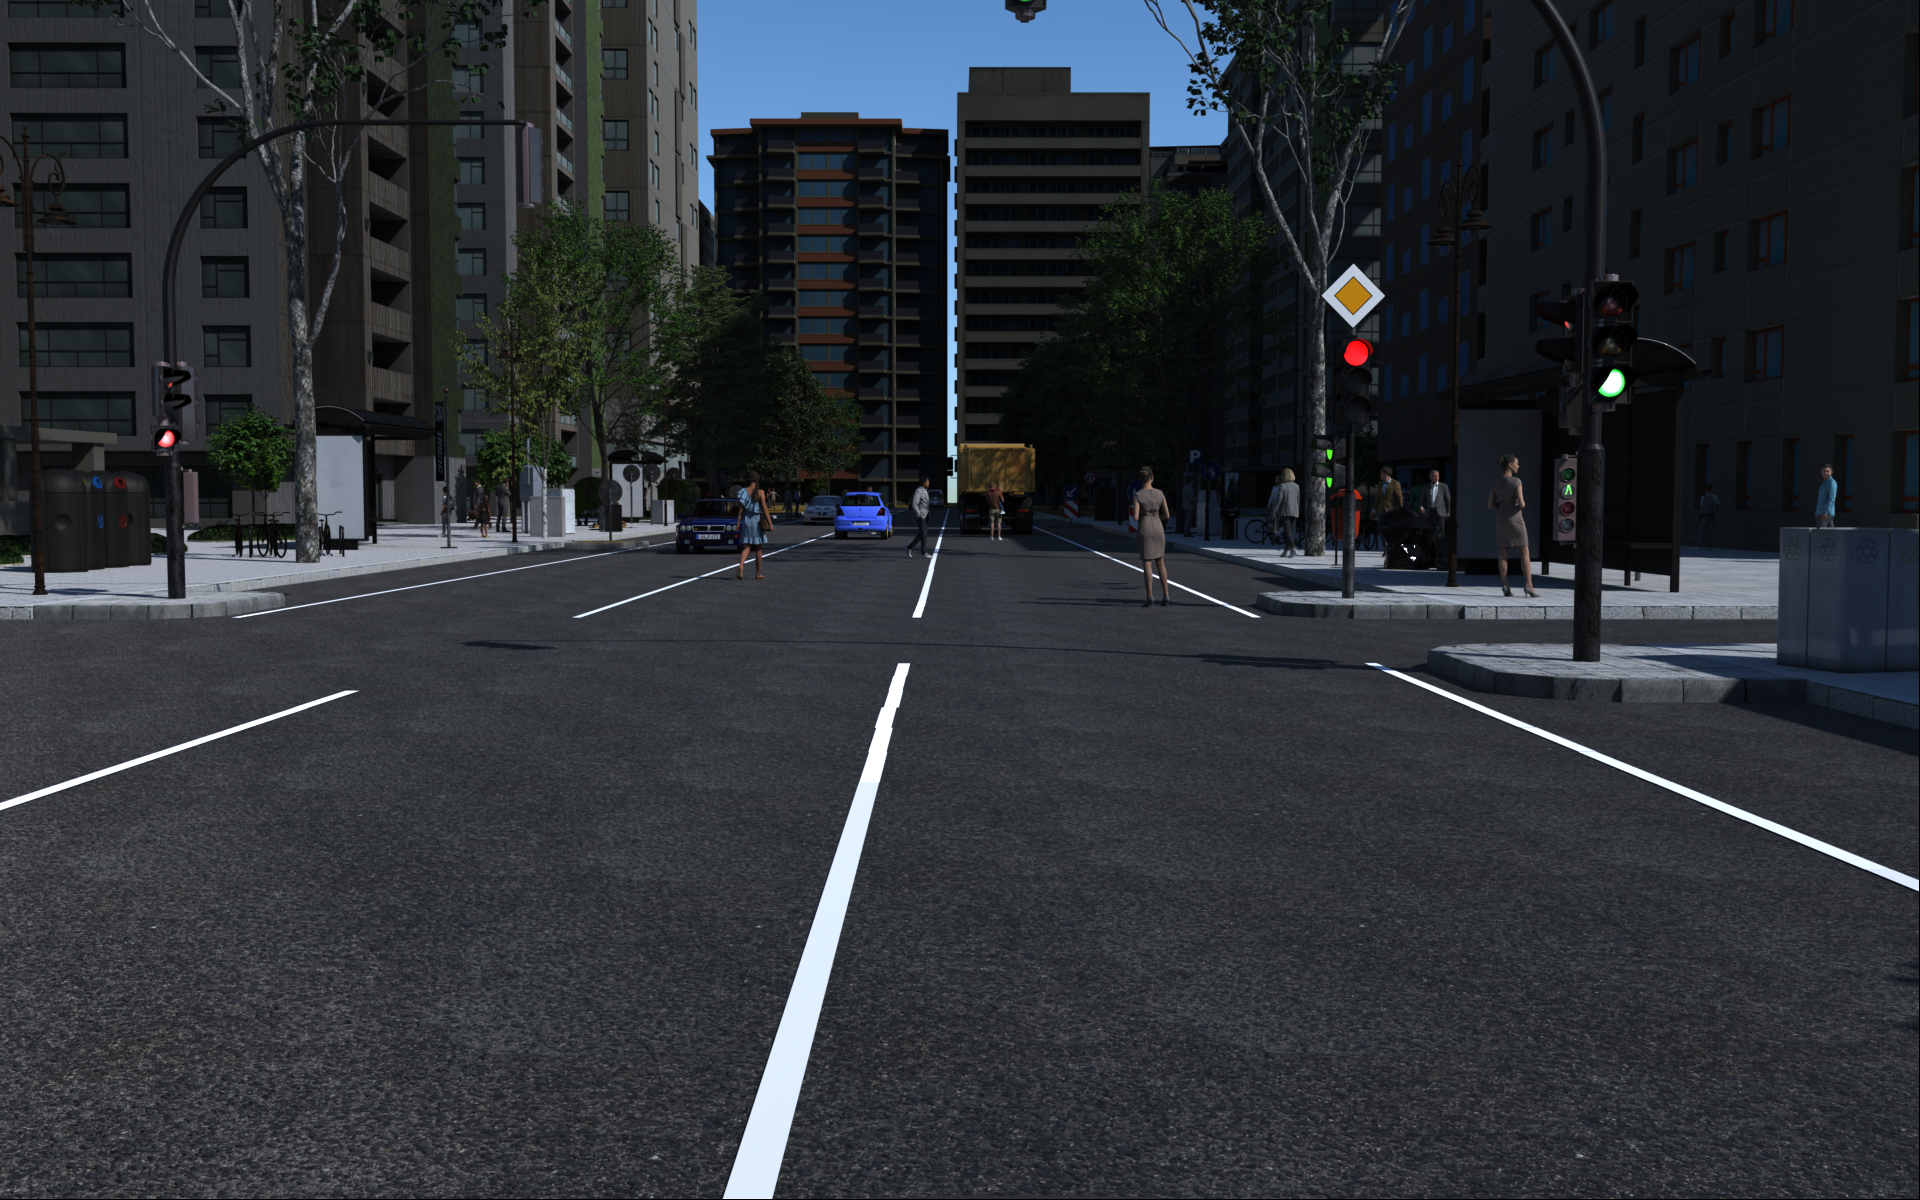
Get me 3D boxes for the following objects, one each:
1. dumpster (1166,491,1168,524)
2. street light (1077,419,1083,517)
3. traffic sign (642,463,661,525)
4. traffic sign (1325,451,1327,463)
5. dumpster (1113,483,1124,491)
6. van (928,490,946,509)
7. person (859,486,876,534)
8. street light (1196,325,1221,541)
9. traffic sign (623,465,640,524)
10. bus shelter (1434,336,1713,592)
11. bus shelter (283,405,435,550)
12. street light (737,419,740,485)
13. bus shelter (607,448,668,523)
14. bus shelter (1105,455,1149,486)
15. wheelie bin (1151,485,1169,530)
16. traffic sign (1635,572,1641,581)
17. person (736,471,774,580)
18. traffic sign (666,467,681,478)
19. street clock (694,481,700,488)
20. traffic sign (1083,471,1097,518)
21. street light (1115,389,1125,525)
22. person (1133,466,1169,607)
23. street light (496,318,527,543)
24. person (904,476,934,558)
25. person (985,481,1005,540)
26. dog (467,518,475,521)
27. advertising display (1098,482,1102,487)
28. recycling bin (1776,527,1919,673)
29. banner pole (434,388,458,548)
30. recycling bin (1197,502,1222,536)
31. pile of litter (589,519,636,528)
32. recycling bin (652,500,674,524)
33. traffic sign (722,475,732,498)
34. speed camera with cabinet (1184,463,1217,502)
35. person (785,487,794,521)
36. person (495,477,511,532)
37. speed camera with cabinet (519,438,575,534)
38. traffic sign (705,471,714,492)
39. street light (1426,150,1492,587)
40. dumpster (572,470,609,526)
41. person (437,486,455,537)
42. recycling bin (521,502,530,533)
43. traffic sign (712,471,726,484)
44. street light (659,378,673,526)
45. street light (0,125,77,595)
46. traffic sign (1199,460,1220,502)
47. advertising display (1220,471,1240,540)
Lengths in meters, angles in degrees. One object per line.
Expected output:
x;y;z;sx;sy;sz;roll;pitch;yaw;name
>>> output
8.187;-4.383;74.153;1.502;2.255;1.985;0;3;0;dumpster
6.576;-7.494;95.314;0.468;5.910;1.993;0;4;0;street light
-12.752;-4.370;71.555;0.768;2.556;0.104;0;4;4;traffic sign
10.030;-2.914;47.744;0.768;2.556;0.104;0;4;3;traffic sign
8.327;-5.069;88.634;1.264;1.857;1.865;0;4;0;dumpster
-2.371;-9.688;165.405;2.013;2.044;4.112;0;4;0;van
-3.269;-3.216;61.836;0.466;1.731;0.760;3;4;38;person
6.787;-4.566;47.440;0.468;5.910;1.993;0;4;0;street light
-14.197;-4.570;74.818;0.768;2.556;0.104;0;4;8;traffic sign
8.594;-1.897;24.942;2.014;3.302;5.546;0;4;0;bus shelter
-14.390;-2.952;42.192;2.014;3.302;5.546;0;4;0;bus shelter
-11.915;-7.350;92.965;0.468;5.910;1.993;0;4;0;street light
-14.812;-5.229;79.413;2.014;3.302;5.546;0;3;0;bus shelter
9.053;-6.072;93.196;2.014;3.302;5.546;0;4;0;bus shelter
7.013;-3.288;61.672;0.980;1.594;0.693;-2;4;-32;wheelie bin
10.035;-1.558;25.573;0.768;2.556;0.104;1;4;9;traffic sign
-3.438;-1.243;28.923;0.616;1.811;0.778;1;4;21;person
-13.623;-5.035;82.436;0.768;2.556;0.104;0;4;5;traffic sign
-14.691;-5.621;96.481;0.358;2.002;0.471;-3;4;-37;street clock
7.025;-5.720;93.632;0.768;2.556;0.104;0;4;1;traffic sign
6.634;-6.047;71.655;0.468;5.910;1.993;0;4;0;street light
2.413;-0.803;21.966;0.599;1.781;0.374;-1;4;-21;person
-11.787;-4.457;45.667;0.468;5.910;1.993;0;4;0;street light
-0.932;-1.862;38.792;0.795;1.843;0.661;1;4;21;person
1.132;-2.779;53.910;0.580;1.828;0.573;-3;4;-37;person
-23.370;-3.958;82.453;0.748;0.427;0.550;-3;5;-40;dog
7.262;-5.175;89.824;0.123;1.923;0.974;1;4;12;advertising display
6.574;-0.014;12.784;0.722;1.027;0.722;-1;4;-13;recycling bin
-12.270;-3.125;41.118;0.401;3.779;0.863;-3;5;-42;banner pole
7.733;-2.483;53.148;0.722;1.027;0.722;-1;4;-18;recycling bin
-13.180;-3.165;65.705;1.719;0.858;1.176;1;4;8;pile of litter
-12.663;-3.741;73.727;0.722;1.027;0.722;2;4;30;recycling bin
-12.736;-5.659;94.654;0.606;2.300;0.079;0;4;8;traffic sign
10.028;-4.788;72.613;0.660;3.252;2.038;-1;4;-21;speed camera with cabinet
-9.253;-5.197;93.570;0.391;1.810;0.635;-3;5;-40;person
-15.390;-3.215;58.410;0.655;1.846;0.447;2;4;35;person
-13.282;-3.755;55.723;2.038;3.252;0.660;3;4;36;speed camera with cabinet
-13.844;-5.899;96.549;0.768;2.556;0.104;0;4;2;traffic sign
6.810;-3.119;23.791;0.468;5.910;1.993;0;4;0;street light
-14.761;-4.123;69.910;1.502;2.255;1.985;0;3;0;dumpster
-15.385;-2.641;51.817;0.523;1.515;0.503;-1;4;-18;person
-14.289;-2.775;57.923;0.722;1.027;0.722;-1;4;-14;recycling bin
-12.916;-5.667;92.767;0.768;2.556;0.104;0;4;1;traffic sign
-11.804;-5.904;69.316;0.468;5.910;1.993;0;4;0;street light
-11.723;-3.003;21.893;0.468;5.910;1.993;0;4;0;street light
9.311;-3.947;64.647;0.768;2.556;0.104;0;4;0;traffic sign
7.579;-2.653;48.583;0.123;1.923;0.974;2;4;35;advertising display
